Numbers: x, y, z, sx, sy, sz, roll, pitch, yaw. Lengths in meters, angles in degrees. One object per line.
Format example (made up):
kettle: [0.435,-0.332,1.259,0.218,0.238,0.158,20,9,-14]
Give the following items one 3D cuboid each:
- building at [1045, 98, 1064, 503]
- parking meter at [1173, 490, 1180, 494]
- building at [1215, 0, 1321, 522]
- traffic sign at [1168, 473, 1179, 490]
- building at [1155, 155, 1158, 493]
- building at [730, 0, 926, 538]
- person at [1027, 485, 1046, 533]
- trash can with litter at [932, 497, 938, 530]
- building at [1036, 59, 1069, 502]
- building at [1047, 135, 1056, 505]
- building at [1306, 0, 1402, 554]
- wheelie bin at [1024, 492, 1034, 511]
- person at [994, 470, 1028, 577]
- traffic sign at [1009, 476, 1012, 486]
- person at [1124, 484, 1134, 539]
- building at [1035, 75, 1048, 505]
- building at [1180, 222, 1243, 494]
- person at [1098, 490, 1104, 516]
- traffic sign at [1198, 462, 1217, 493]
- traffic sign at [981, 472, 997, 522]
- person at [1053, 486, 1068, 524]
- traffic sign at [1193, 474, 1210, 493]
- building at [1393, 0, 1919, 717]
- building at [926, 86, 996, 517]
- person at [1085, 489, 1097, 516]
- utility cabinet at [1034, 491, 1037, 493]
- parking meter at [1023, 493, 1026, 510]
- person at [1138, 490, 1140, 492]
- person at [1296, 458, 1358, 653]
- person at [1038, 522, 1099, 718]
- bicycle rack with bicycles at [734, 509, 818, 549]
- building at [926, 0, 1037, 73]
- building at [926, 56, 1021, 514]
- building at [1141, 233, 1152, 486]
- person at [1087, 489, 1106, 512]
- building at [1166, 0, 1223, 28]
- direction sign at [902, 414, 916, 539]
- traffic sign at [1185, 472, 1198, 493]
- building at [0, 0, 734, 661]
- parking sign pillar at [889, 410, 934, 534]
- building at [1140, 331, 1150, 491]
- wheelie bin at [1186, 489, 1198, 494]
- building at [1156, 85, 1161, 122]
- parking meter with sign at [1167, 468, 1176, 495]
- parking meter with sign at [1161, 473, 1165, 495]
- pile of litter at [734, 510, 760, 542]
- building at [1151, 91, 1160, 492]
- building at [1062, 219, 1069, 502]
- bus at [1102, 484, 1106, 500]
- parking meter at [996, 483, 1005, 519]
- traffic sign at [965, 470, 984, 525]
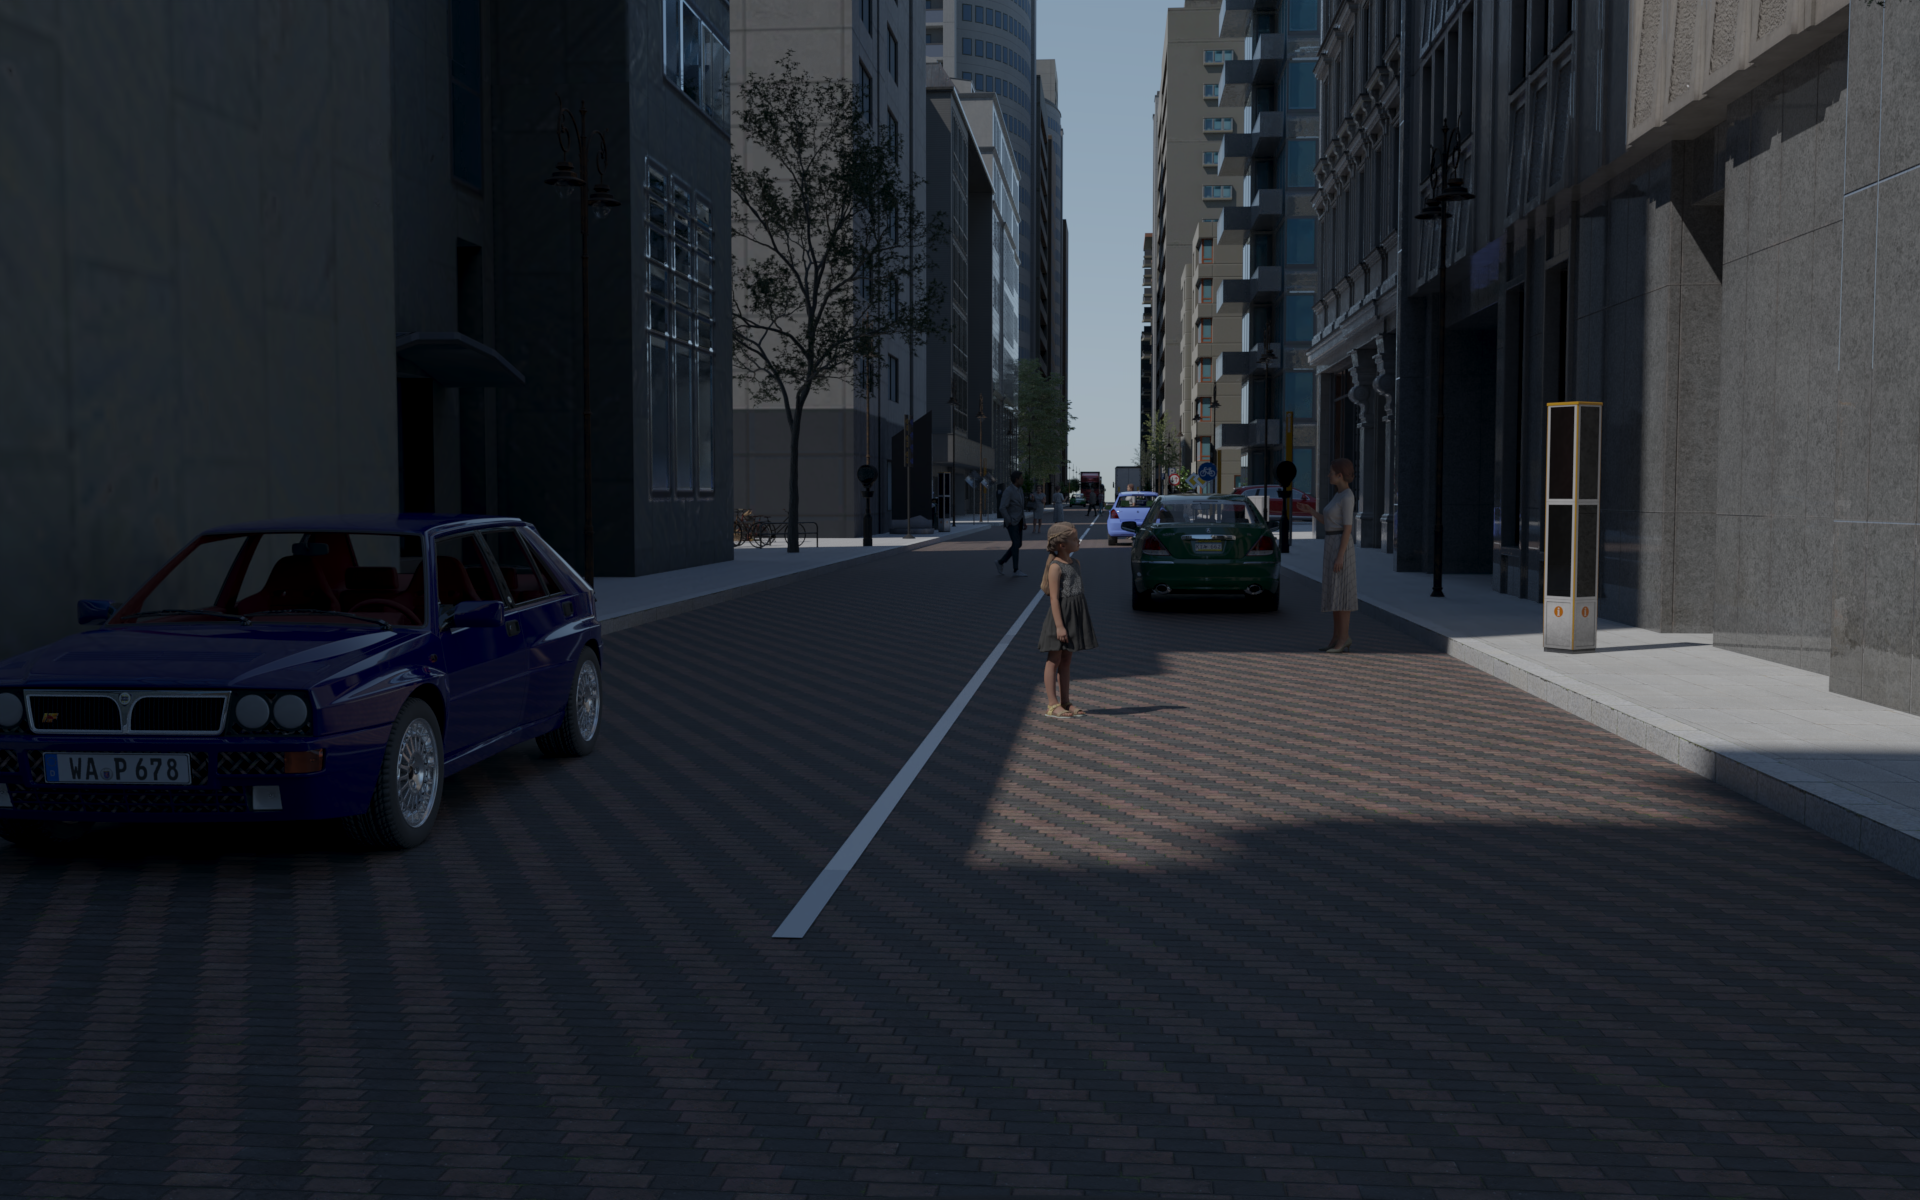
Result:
building: [4.045,-43.473,252.776,21.231,58.520,28.212,0,4,5]
parking meter: [12.842,-5.768,102.716,0.372,1.533,0.369,0,3,0]
building: [28.322,-28.552,86.439,30.456,49.044,23.786,0,4,5]
traffic sign: [13.232,-6.532,106.909,0.768,2.556,0.104,1,4,14]
building: [32.325,-34.525,188.178,21.300,48.544,21.600,0,4,5]
building: [-12.296,-37.967,59.009,20.611,71.187,20.563,0,4,5]
person: [2.796,-3.352,63.667,0.716,1.782,0.532,0,4,4]
trash can with litter: [-1.013,-3.095,61.995,0.624,1.170,1.055,-2,4,-25]
building: [8.193,-52.138,290.713,20.563,71.187,20.611,0,4,5]
building: [4.511,-34.350,211.735,14.600,45.320,14.200,0,4,5]
building: [14.506,-12.046,47.856,10.553,20.767,40.483,0,4,5]
wheelie bin: [5.357,-7.621,132.509,0.693,1.594,0.980,-1,4,-23]
person: [0.878,-1.337,30.210,0.795,1.843,0.661,2,4,34]
traffic sign: [3.099,-5.977,99.857,0.606,2.300,0.079,1,4,11]
person: [5.311,-2.803,54.900,0.524,1.755,0.480,-2,4,-27]
building: [-1.277,-34.853,193.555,21.300,48.544,21.600,0,4,5]
building: [30.187,-17.030,123.475,27.650,21.520,28.899,0,4,5]
person: [9.349,-6.452,114.827,0.643,1.720,0.563,-2,4,-24]
traffic sign: [9.848,-4.211,68.954,0.768,2.556,0.104,1,4,9]
traffic sign: [1.290,-4.635,79.418,0.795,2.450,0.064,0,4,5]
person: [3.774,-3.445,65.401,0.480,1.755,0.524,2,4,30]
traffic sign: [9.887,-4.096,70.618,0.795,2.450,0.064,0,4,5]
building: [12.309,-12.210,17.658,12.078,24.808,19.932,0,4,5]
building: [-6.167,-16.892,95.243,14.314,24.678,30.058,0,4,5]
person: [8.453,-6.276,111.512,0.834,1.777,0.661,2,4,34]
utility cabinet: [6.207,-8.538,148.269,0.318,1.500,1.173,-2,4,-34]
parking meter: [5.074,-7.873,137.126,0.372,1.533,0.369,0,3,0]
person: [15.554,-8.662,150.463,0.374,1.781,0.599,1,4,14]
person: [3.349,-0.406,15.716,0.524,1.755,0.480,0,4,-3]
person: [0.705,0.122,11.177,0.373,1.253,0.362,3,5,40]
bicycle rack with bicycles: [-4.892,-1.733,41.713,2.925,0.926,2.852,-3,5,-45]
building: [-3.730,-38.319,168.510,21.231,58.520,28.212,0,4,5]
building: [-1.990,-21.237,124.711,11.434,29.767,29.804,0,4,5]
building: [40.736,-38.361,281.824,22.147,44.769,28.867,0,4,5]
person: [10.666,-7.719,134.925,1.509,1.804,0.699,0,4,-8]
building: [30.249,-33.212,166.717,21.300,48.544,21.600,0,4,5]
direction sign: [-1.466,-3.525,49.625,0.379,3.537,0.876,1,4,14]
traffic sign: [10.596,-4.583,78.571,0.795,2.450,0.064,0,4,5]
building: [-14.884,-43.041,16.393,22.319,86.520,31.000,0,4,5]
parking sign pillar: [-1.550,-4.106,55.600,1.447,3.967,1.447,0,4,-2]
building: [38.645,-32.555,303.978,14.160,30.474,14.107,0,4,5]
wheelie bin: [13.807,-5.814,102.964,0.693,1.594,0.980,-3,5,-39]
building: [38.671,-38.095,212.084,28.713,52.752,27.495,0,4,5]
parking meter with sign: [14.443,-7.267,115.074,0.543,3.016,1.738,-1,4,-21]
parking meter with sign: [17.579,-9.003,143.458,1.738,3.016,0.543,-1,4,-20]
pile of litter: [-6.060,-2.039,47.300,1.176,0.858,1.719,0,4,-6]
building: [38.599,-43.484,252.958,21.231,58.520,28.212,0,4,5]
building: [10.010,-38.152,273.899,14.600,45.320,14.200,0,4,5]
bus: [23.799,-18.652,299.813,2.948,3.499,13.247,0,4,5]
parking meter: [2.122,-5.200,90.738,0.399,1.863,0.255,2,4,28]
traffic sign: [0.582,-4.148,71.464,0.795,2.450,0.064,0,4,5]
